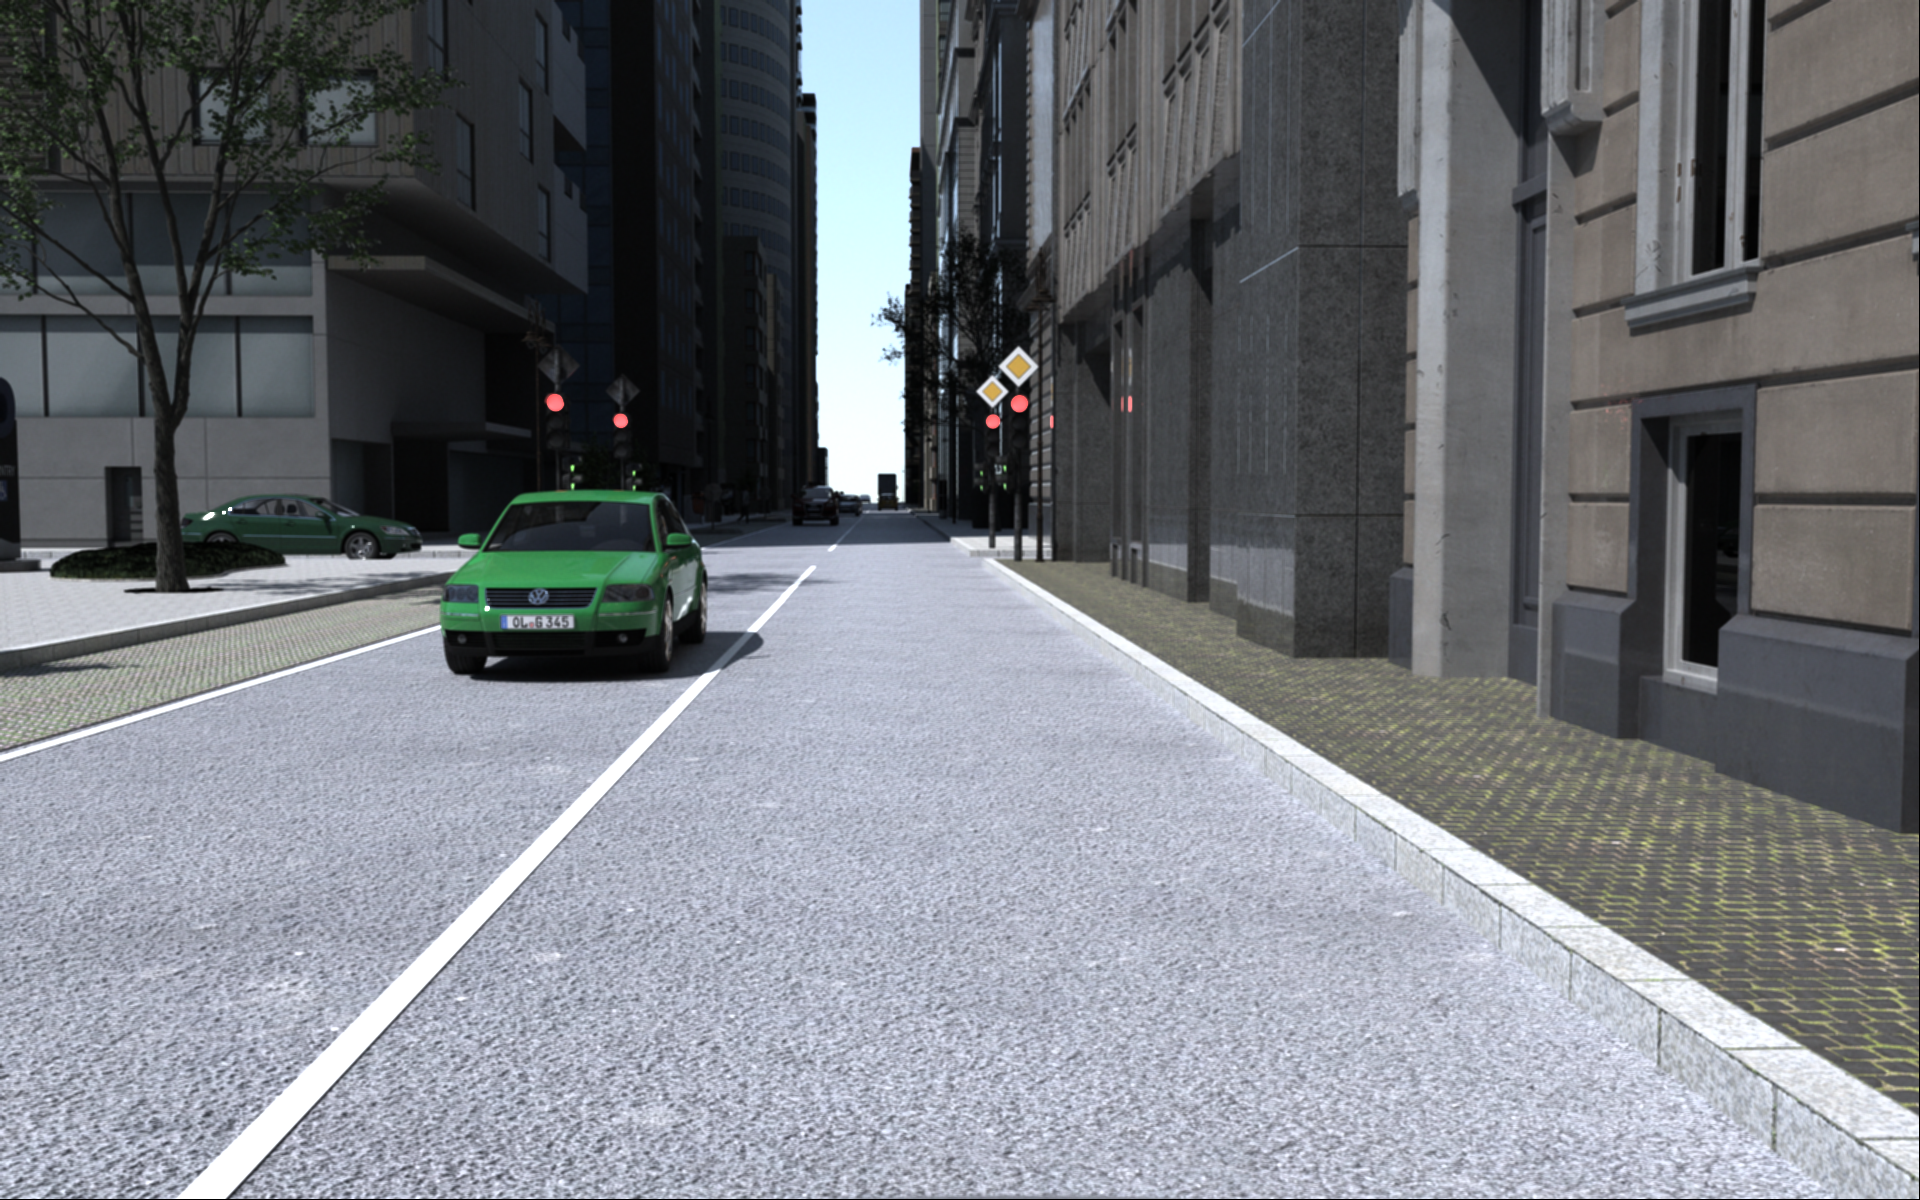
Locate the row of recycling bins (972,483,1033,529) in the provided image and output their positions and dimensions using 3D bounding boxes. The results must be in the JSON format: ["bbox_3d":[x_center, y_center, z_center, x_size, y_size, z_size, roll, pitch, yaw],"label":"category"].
[{"bbox_3d":[2.186,-3.510,64.497,3.534,1.692,1.069,1,4,10],"label":"row of recycling bins"}]

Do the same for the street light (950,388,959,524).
[{"bbox_3d":[-0.256,-6.273,75.351,0.468,5.910,1.993,0,4,-2],"label":"street light"}]

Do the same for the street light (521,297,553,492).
[{"bbox_3d":[-9.947,-4.164,40.877,0.468,5.910,1.993,0,4,-2],"label":"street light"}]

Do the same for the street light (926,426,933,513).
[{"bbox_3d":[-2.059,-8.726,115.453,0.468,5.910,1.993,0,4,-2],"label":"street light"}]

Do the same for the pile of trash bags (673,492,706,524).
[{"bbox_3d":[-12.412,-3.906,73.617,3.447,1.369,1.912,1,4,13],"label":"pile of trash bags"}]

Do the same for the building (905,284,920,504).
[{"bbox_3d":[-0.597,-28.522,238.036,14.160,30.474,14.107,0,4,-2],"label":"building"}]

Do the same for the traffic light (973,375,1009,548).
[{"bbox_3d":[0.743,-3.178,40.887,0.839,4.253,0.868,0,4,-2],"label":"traffic light"}]

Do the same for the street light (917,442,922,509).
[{"bbox_3d":[-3.574,-10.964,152.054,0.468,5.910,1.993,0,4,-2],"label":"street light"}]

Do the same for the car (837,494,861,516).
[{"bbox_3d":[-7.497,-6.251,114.211,2.014,1.417,4.499,0,4,-2],"label":"car"}]

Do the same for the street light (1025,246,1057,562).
[{"bbox_3d":[1.508,-3.656,32.563,0.468,5.910,1.993,0,4,-2],"label":"street light"}]

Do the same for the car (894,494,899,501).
[{"bbox_3d":[-8.715,-12.523,216.553,2.131,1.459,4.920,0,4,-1],"label":"car"}]

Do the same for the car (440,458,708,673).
[{"bbox_3d":[-3.282,-0.397,15.280,1.959,1.807,4.718,0,4,-3],"label":"car"}]

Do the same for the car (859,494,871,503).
[{"bbox_3d":[-14.918,-15.827,271.138,2.083,1.381,4.827,0,4,-3],"label":"car"}]

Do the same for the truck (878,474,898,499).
[{"bbox_3d":[-10.210,-15.600,243.972,2.839,4.237,11.283,0,4,-1],"label":"truck"}]

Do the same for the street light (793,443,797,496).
[{"bbox_3d":[-14.930,-11.280,157.208,0.468,5.910,1.993,0,4,-2],"label":"street light"}]

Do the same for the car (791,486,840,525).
[{"bbox_3d":[-6.713,-4.412,80.807,2.281,1.827,5.304,0,4,-2],"label":"car"}]

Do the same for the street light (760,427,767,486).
[{"bbox_3d":[-13.253,-8.829,117.139,0.468,5.910,1.993,0,4,-2],"label":"street light"}]

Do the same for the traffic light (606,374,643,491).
[{"bbox_3d":[-7.860,-3.155,40.500,0.839,4.253,0.868,0,4,-2],"label":"traffic light"}]

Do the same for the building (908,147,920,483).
[{"bbox_3d":[4.740,-34.332,215.952,22.147,44.769,28.867,0,4,-2],"label":"building"}]

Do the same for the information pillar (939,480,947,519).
[{"bbox_3d":[-0.883,-5.236,90.100,0.304,2.012,0.304,3,5,41],"label":"information pillar"}]

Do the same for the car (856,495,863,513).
[{"bbox_3d":[-8.333,-7.216,130.343,2.083,1.381,4.827,0,4,-1],"label":"car"}]

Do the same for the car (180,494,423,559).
[{"bbox_3d":[-13.883,-1.515,36.563,4.920,1.459,2.131,0,4,-4],"label":"car"}]

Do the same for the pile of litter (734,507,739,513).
[{"bbox_3d":[-15.317,-6.131,114.212,1.719,0.858,1.176,-2,4,-24],"label":"pile of litter"}]

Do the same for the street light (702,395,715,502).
[{"bbox_3d":[-11.709,-6.615,80.942,0.468,5.910,1.993,0,4,-2],"label":"street light"}]

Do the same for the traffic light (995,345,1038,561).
[{"bbox_3d":[1.088,-2.690,32.909,0.839,4.253,0.868,0,4,-2],"label":"traffic light"}]

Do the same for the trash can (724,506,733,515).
[{"bbox_3d":[-14.349,-5.866,107.569,0.748,1.137,0.748,0,3,0],"label":"trash can"}]

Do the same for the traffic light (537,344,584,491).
[{"bbox_3d":[-7.514,-2.667,32.522,0.839,4.253,0.868,0,4,-2],"label":"traffic light"}]

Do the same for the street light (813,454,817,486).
[{"bbox_3d":[-16.791,-13.910,200.209,0.468,5.910,1.993,0,4,-2],"label":"street light"}]

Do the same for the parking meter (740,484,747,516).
[{"bbox_3d":[-12.775,-5.911,102.353,0.255,1.863,0.399,-3,4,-38],"label":"parking meter"}]

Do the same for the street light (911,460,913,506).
[{"bbox_3d":[-5.323,-13.415,192.119,0.468,5.910,1.993,0,4,-2],"label":"street light"}]

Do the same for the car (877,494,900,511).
[{"bbox_3d":[-6.273,-8.611,151.009,2.015,1.641,3.980,0,4,-1],"label":"car"}]
